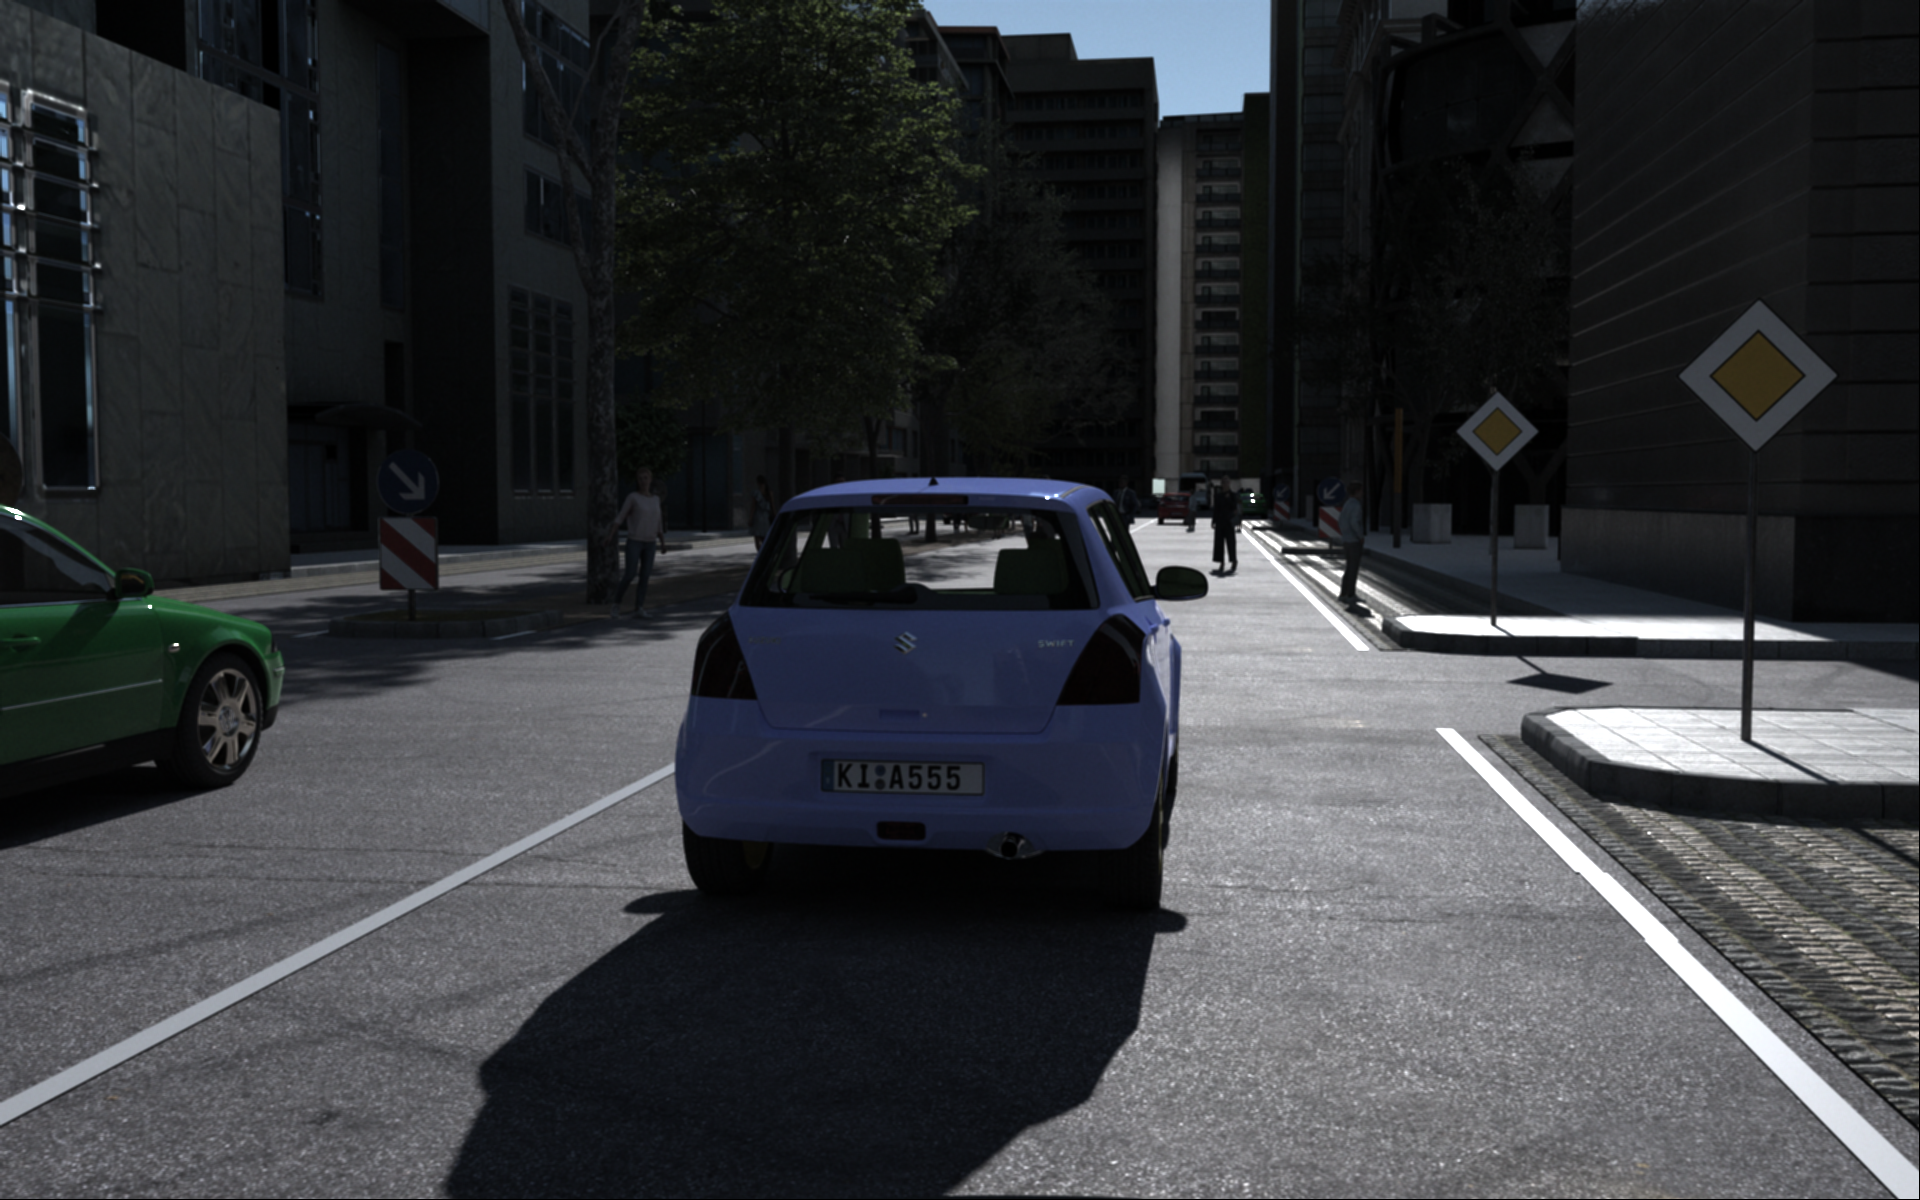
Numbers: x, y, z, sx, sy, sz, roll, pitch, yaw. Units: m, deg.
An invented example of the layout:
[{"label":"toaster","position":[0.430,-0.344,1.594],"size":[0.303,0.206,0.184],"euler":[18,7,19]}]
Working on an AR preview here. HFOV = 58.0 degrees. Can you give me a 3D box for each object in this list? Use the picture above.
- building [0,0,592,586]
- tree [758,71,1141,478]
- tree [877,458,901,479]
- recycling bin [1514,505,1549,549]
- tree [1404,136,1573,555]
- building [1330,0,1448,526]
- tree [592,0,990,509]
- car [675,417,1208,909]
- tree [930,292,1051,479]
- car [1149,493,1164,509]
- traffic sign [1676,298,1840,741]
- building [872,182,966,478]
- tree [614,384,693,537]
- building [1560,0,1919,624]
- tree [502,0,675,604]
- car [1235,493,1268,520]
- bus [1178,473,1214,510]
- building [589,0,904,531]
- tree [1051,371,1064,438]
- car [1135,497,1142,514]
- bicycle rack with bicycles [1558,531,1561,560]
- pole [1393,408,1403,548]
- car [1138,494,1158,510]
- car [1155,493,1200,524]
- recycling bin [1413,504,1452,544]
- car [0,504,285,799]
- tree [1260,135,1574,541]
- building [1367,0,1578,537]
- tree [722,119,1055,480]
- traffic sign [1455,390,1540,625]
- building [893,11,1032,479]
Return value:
[{"label":"building","position":[-21.775,-44.083,33.433],"size":[22.319,86.520,31.000],"euler":[0,4,8]},{"label":"tree","position":[-0.847,-8.413,50.385],"size":[12.009,13.543,11.850],"euler":[0,3,0]},{"label":"tree","position":[-3.856,-5.940,91.726],"size":[1.663,3.219,1.824],"euler":[0,3,0]},{"label":"recycling bin","position":[13.403,-1.716,40.612],"size":[0.722,1.027,0.722],"euler":[2,4,24]},{"label":"tree","position":[11.322,-5.273,36.570],"size":[4.360,8.622,3.978],"euler":[0,3,0]},{"label":"building","position":[24.400,-17.773,77.981],"size":[14.401,28.519,23.554],"euler":[0,4,8]},{"label":"tree","position":[-3.343,-6.880,33.076],"size":[7.486,12.596,7.792],"euler":[0,3,0]},{"label":"car","position":[0.074,0.135,7.378],"size":[1.945,1.707,3.694],"euler":[1,4,8]},{"label":"tree","position":[0.864,-6.832,64.524],"size":[4.737,8.622,4.395],"euler":[0,3,0]},{"label":"car","position":[19.176,-9.627,166.448],"size":[2.155,1.783,4.494],"euler":[1,4,10]},{"label":"traffic sign","position":[4.093,-0.325,8.962],"size":[0.795,2.450,0.064],"euler":[0,4,8]},{"label":"building","position":[-15.259,-16.263,110.938],"size":[27.650,21.520,28.899],"euler":[0,4,8]},{"label":"tree","position":[-9.634,-4.166,51.834],"size":[4.285,4.588,4.351],"euler":[0,3,0]},{"label":"building","position":[21.097,-13.644,20.345],"size":[25.104,27.353,12.463],"euler":[0,4,8]},{"label":"tree","position":[-5.722,-10.066,22.926],"size":[12.611,20.169,13.585],"euler":[0,3,0]},{"label":"car","position":[16.645,-5.520,99.043],"size":[1.959,1.807,4.718],"euler":[0,4,8]},{"label":"bus","position":[21.604,-10.028,158.810],"size":[2.948,3.499,13.247],"euler":[1,4,10]},{"label":"building","position":[-15.570,-27.715,72.741],"size":[23.786,49.044,30.456],"euler":[0,4,8]},{"label":"tree","position":[2.152,-7.119,69.218],"size":[4.737,8.622,4.395],"euler":[0,3,0]},{"label":"car","position":[12.191,-6.966,126.249],"size":[2.083,1.381,4.827],"euler":[1,4,9]},{"label":"bicycle rack with bicycles","position":[12.818,-1.226,33.428],"size":[2.852,0.926,2.925],"euler":[-2,4,-34]},{"label":"pole","position":[10.410,-2.895,41.168],"size":[0.158,3.312,0.155],"euler":[0,3,0]},{"label":"car","position":[17.460,-9.116,161.046],"size":[2.014,1.417,4.499],"euler":[1,4,8]},{"label":"car","position":[10.478,-4.556,83.527],"size":[2.155,1.783,4.494],"euler":[0,4,8]},{"label":"recycling bin","position":[12.257,-1.983,44.968],"size":[0.722,1.027,0.722],"euler":[-2,4,-25]},{"label":"car","position":[-4.652,0.097,7.218],"size":[1.959,1.807,4.718],"euler":[1,4,9]},{"label":"tree","position":[12.227,-6.829,46.062],"size":[8.767,10.594,7.601],"euler":[0,4,7]},{"label":"building","position":[22.073,-11.608,57.250],"size":[16.820,18.784,16.811],"euler":[0,4,8]},{"label":"tree","position":[-1.877,-6.347,40.635],"size":[8.767,10.594,7.601],"euler":[0,4,8]},{"label":"traffic sign","position":[5.212,-0.809,16.869],"size":[0.795,2.450,0.064],"euler":[0,4,8]},{"label":"building","position":[-8.505,-30.932,160.369],"size":[28.867,44.769,22.147],"euler":[0,4,8]}]
